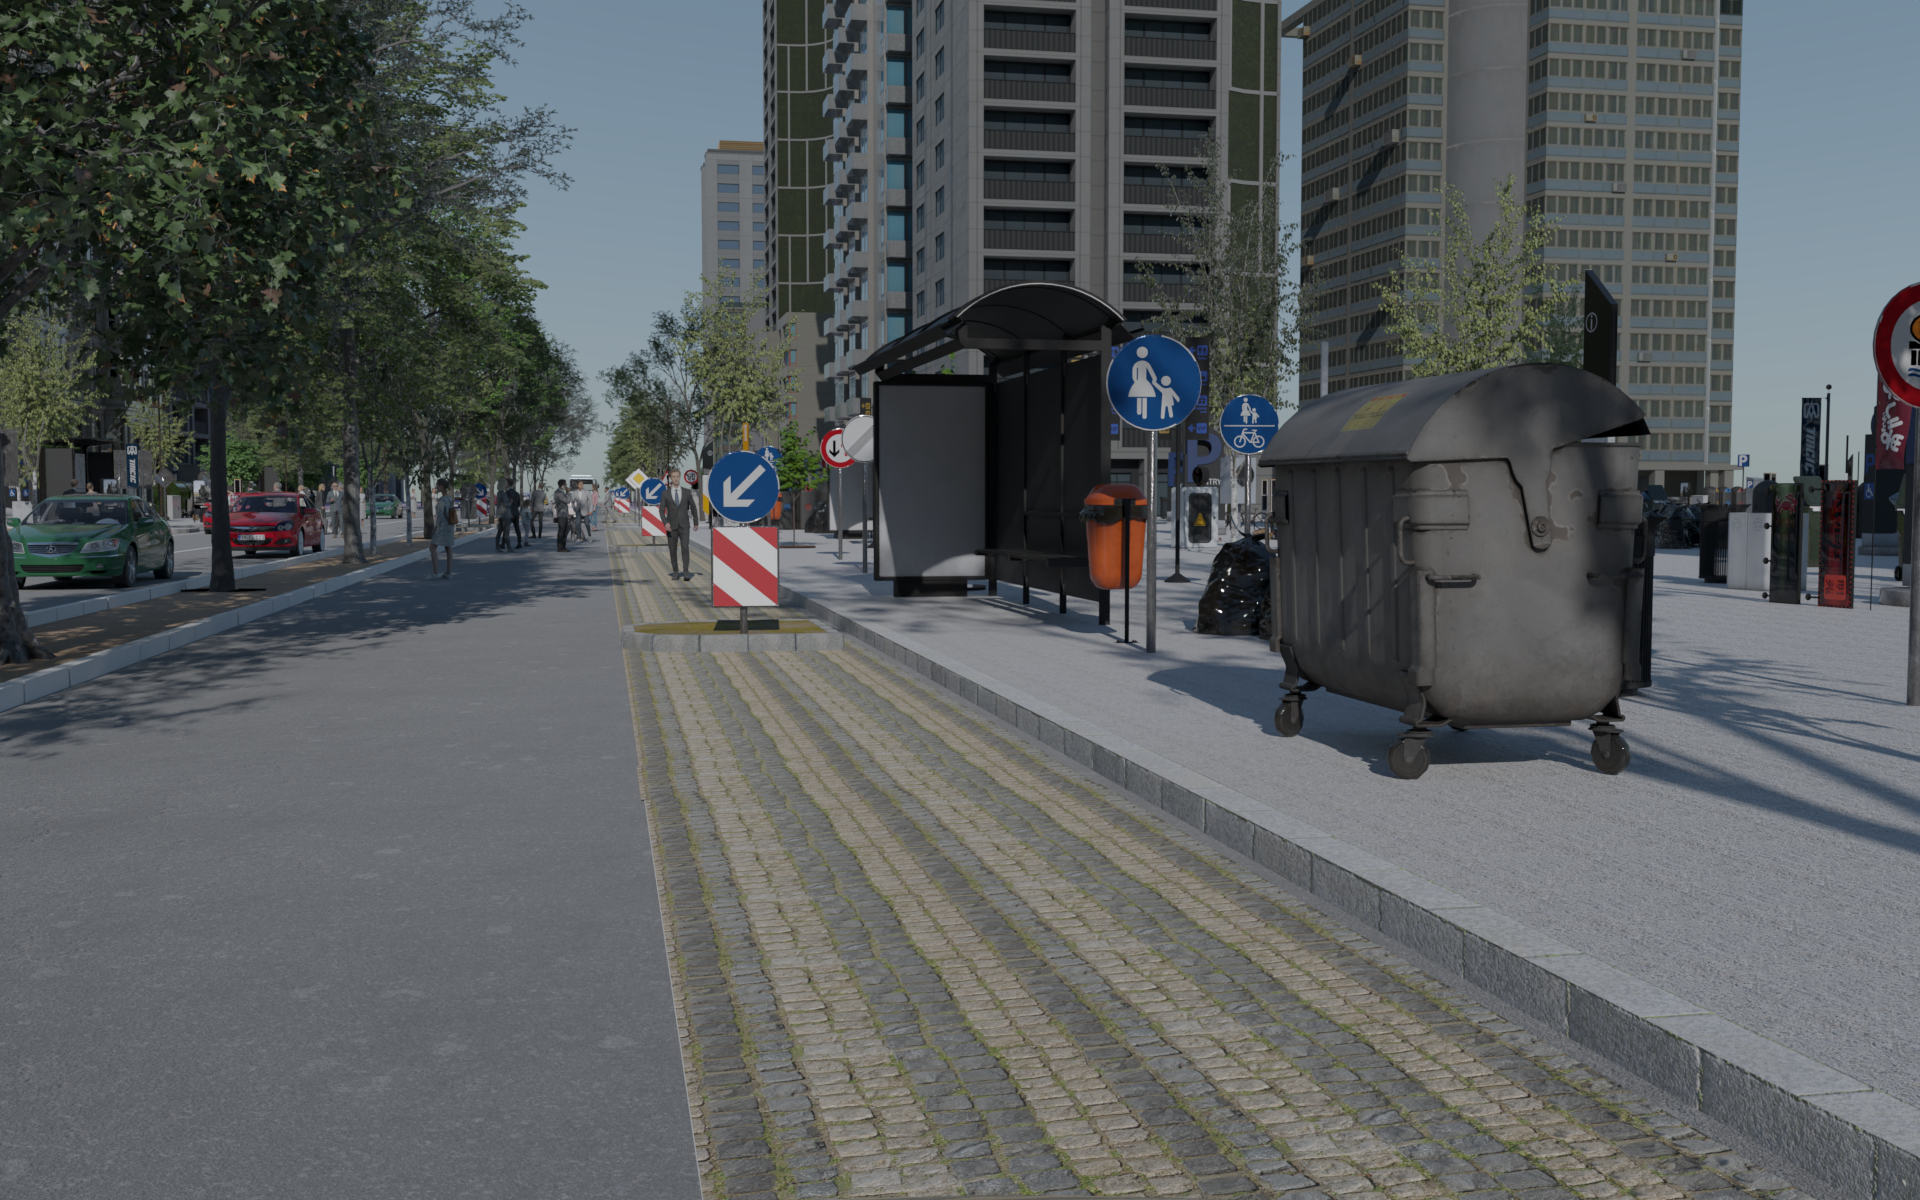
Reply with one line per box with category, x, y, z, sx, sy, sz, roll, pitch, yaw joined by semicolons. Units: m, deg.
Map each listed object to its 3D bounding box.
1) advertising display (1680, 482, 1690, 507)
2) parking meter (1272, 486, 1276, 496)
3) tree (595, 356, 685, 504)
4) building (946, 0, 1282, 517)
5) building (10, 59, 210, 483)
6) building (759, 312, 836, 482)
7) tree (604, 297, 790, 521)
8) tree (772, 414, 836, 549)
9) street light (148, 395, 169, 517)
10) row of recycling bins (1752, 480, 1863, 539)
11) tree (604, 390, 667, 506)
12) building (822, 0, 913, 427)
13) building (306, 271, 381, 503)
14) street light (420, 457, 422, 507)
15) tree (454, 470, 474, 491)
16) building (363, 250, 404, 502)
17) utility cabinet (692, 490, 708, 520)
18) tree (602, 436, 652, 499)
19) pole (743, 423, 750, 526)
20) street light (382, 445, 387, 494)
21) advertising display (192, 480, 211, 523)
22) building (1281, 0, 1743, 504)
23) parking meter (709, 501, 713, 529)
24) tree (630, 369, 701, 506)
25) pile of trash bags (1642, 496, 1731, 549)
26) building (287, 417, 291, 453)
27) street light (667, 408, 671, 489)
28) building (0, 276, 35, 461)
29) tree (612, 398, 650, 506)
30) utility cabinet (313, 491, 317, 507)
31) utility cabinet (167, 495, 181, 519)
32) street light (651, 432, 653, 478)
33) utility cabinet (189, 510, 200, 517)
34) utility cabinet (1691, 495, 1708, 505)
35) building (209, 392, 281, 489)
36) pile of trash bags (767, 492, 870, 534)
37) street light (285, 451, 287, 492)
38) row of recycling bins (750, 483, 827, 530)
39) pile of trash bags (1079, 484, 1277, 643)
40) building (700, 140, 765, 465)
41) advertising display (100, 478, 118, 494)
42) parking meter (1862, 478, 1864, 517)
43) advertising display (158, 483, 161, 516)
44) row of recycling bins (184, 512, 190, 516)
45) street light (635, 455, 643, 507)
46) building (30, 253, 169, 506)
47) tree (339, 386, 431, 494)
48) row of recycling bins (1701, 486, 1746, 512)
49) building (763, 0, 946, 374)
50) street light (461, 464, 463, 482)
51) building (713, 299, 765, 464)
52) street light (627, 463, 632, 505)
advertising display;39.700;-5.483;94.856;0.123;1.923;0.974;0;4;-2
parking meter;10.158;-2.870;55.338;0.372;1.533;0.369;0;3;0
tree;-43.117;-23.168;234.688;12.611;20.169;13.585;0;3;0
building;8.957;-40.686;103.471;20.611;71.187;20.563;-1;4;-12
building;-74.692;-43.456;148.759;20.563;71.187;20.611;-1;4;-12
building;-5.807;-20.583;181.571;27.650;21.520;28.899;-1;4;-12
tree;-12.238;-9.005;81.650;8.767;10.594;7.601;-1;4;-20
tree;-3.998;-2.841;41.056;1.663;3.219;1.824;0;3;0
street light;-33.092;-6.047;71.657;0.468;5.910;1.993;-1;4;-12
row of recycling bins;25.087;-2.661;50.626;3.534;1.692;1.069;2;4;25
tree;-34.498;-16.464;187.308;7.486;12.596;7.792;0;3;0
building;1.510;-31.434;133.553;23.786;49.044;30.456;-1;4;-12
building;-100.102;-33.875;245.731;32.217;40.220;23.993;-1;4;-12
street light;-54.782;-12.428;175.992;0.468;5.910;1.993;-1;4;-12
tree;-69.117;-15.742;241.101;4.285;4.588;4.351;0;3;0
building;-100.346;-44.644;271.930;21.231;58.520;28.212;-1;4;-12
utility cabinet;-12.672;-4.704;85.586;1.173;1.500;0.318;1;4;23
tree;-56.712;-23.189;296.146;9.611;12.733;9.660;0;3;0
pole;-6.149;-3.426;49.857;0.158;3.312;0.155;0;3;0
street light;-48.753;-10.650;146.922;0.468;5.910;1.993;-1;4;-12
advertising display;-34.123;-4.461;78.151;0.974;1.923;0.123;-3;5;-43
building;37.559;-25.922;115.700;23.993;40.220;32.217;-1;4;-12
parking meter;-8.972;-3.524;63.330;0.399;1.863;0.255;0;4;1
tree;-17.644;-9.340;103.073;4.360;8.622;3.978;0;3;0
pile of trash bags;16.558;-1.923;41.193;3.447;1.369;1.912;0;4;1
building;-78.049;-30.495;182.179;14.154;41.232;14.086;-1;4;-12
street light;-15.342;-7.238;91.133;0.468;5.910;1.993;-1;4;-12
building;-59.271;-15.283;91.673;13.314;21.916;24.055;-1;4;-12
tree;-23.257;-10.973;129.769;4.737;8.622;4.395;0;3;0
utility cabinet;-51.573;-7.915;138.088;1.173;1.500;0.318;1;4;18
utility cabinet;-40.540;-4.783;89.366;0.306;1.237;1.020;0;4;-2
street light;-21.305;-8.992;119.805;0.468;5.910;1.993;-1;4;-12
utility cabinet;-41.921;-5.320;95.663;1.173;1.500;0.318;0;4;-3
utility cabinet;38.017;-4.765;89.074;0.306;1.237;1.020;-1;4;-10
building;-74.074;-31.655;167.673;14.600;45.320;14.200;-1;4;-12
pile of trash bags;-4.680;-2.873;56.732;3.447;1.369;1.912;0;4;-6
street light;-39.060;-7.801;100.327;0.468;5.910;1.993;-1;4;-12
row of recycling bins;-5.994;-3.370;62.217;3.534;1.692;1.069;-2;4;-32
pile of trash bags;2.720;-0.354;15.533;3.447;1.369;1.912;-1;4;-16
building;-33.339;-46.093;295.619;21.231;58.520;28.212;-1;4;-12
advertising display;-34.789;-4.014;70.840;0.123;1.923;0.974;0;4;7
parking meter;24.914;-2.548;47.369;0.255;1.863;0.399;-2;4;-26
advertising display;-41.061;-5.117;88.882;0.123;1.923;0.974;-2;4;-24
row of recycling bins;-44.255;-5.770;101.455;1.069;1.692;3.534;0;4;7
street light;-30.964;-11.830;166.200;0.468;5.910;1.993;-1;4;-12
building;-65.359;-18.454;120.803;14.460;24.649;34.723;-1;4;-12
tree;-51.187;-15.129;154.010;9.857;13.997;8.962;0;3;0
row of recycling bins;40.277;-5.107;90.604;3.534;1.692;1.069;-1;4;-18
building;-14.084;-46.809;203.576;20.563;71.187;20.611;-1;4;-12
street light;-65.509;-15.612;228.046;0.468;5.910;1.993;-1;4;-12
building;-29.379;-29.911;260.743;14.160;30.474;14.107;-1;4;-12
street light;-37.050;-13.593;195.024;0.468;5.910;1.993;-1;4;-12
